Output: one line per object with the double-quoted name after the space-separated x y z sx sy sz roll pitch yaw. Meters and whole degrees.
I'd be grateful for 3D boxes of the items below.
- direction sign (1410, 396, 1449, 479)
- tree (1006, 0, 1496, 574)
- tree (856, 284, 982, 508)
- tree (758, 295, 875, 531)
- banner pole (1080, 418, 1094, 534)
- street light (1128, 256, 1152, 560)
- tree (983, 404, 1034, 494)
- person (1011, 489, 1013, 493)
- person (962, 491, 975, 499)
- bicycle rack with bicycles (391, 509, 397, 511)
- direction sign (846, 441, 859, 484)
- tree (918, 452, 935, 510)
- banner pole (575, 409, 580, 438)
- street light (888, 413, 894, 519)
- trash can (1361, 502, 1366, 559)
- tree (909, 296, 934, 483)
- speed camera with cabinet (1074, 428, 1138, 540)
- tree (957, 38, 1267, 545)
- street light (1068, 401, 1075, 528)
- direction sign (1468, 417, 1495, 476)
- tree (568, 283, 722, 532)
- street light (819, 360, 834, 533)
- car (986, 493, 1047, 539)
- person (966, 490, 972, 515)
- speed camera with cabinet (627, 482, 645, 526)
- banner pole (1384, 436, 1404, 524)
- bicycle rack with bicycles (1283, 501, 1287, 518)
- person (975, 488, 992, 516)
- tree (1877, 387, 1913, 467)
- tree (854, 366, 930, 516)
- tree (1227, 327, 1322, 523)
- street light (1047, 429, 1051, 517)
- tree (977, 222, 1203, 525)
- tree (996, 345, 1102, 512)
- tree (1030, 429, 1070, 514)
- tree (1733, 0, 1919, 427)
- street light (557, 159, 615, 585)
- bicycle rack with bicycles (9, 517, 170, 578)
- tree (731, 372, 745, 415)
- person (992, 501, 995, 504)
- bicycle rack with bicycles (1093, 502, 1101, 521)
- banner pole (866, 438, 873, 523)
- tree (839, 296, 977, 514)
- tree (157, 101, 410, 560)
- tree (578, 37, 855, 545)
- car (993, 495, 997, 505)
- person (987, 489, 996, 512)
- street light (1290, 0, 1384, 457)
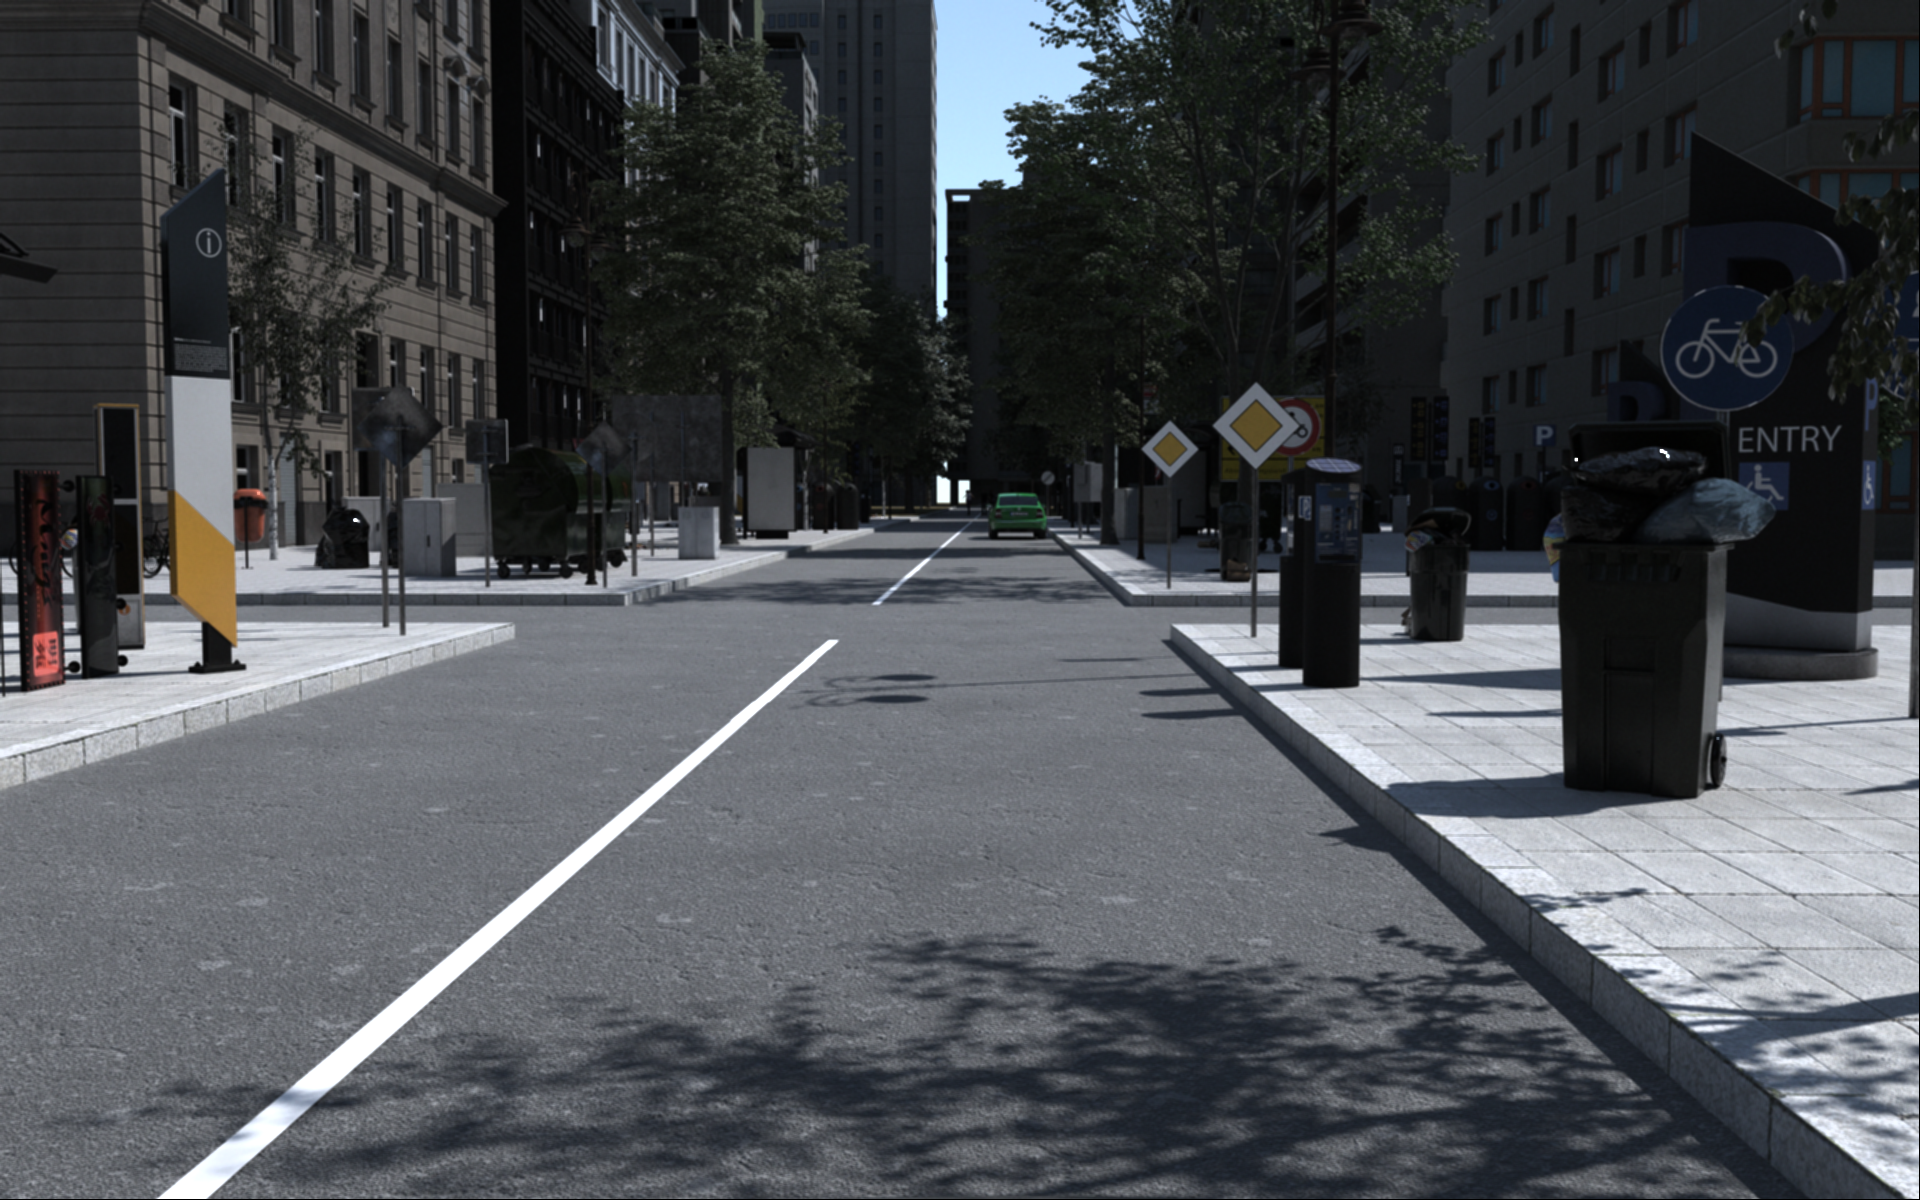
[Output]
10.919 -2.956 40.329 0.876 3.537 0.379 2 4 32 "direction sign"
4.610 -6.247 27.893 9.928 11.665 9.643 0 3 0 "tree"
-3.825 -18.548 159.145 12.611 20.169 13.585 0 3 0 "tree"
-5.299 -6.726 60.328 4.737 8.622 4.395 0 3 0 "tree"
4.019 -4.006 55.521 0.401 3.779 0.863 2 4 29 "banner pole"
3.548 -3.731 33.790 0.468 5.910 1.993 0 4 1 "street light"
7.168 -16.003 172.025 12.009 13.543 11.850 0 3 0 "tree"
3.835 -7.336 128.444 1.348 1.824 0.705 -2 4 -24 "person"
0.874 -10.205 175.349 1.348 1.824 0.705 -1 4 -18 "person"
-13.181 -1.718 41.469 2.852 0.926 2.925 1 4 18 "bicycle rack with bicycles"
-4.602 -5.040 74.406 0.379 3.537 0.876 2 4 32 "direction sign"
-3.288 -11.712 141.857 4.737 8.622 4.395 0 3 0 "tree"
-11.222 -3.728 50.964 0.401 3.779 0.863 -1 4 -14 "banner pole"
-3.615 -7.118 89.169 0.468 5.910 1.993 0 4 1 "street light"
7.261 -1.280 32.583 0.748 1.137 0.748 0 3 0 "trash can"
-4.461 -10.087 83.050 7.486 12.596 7.792 0 3 0 "tree"
4.160 -3.361 49.283 0.660 3.252 2.038 -3 5 -43 "speed camera with cabinet"
3.830 -7.655 43.287 7.486 12.596 7.792 0 3 0 "tree"
4.300 -5.700 65.977 0.468 5.910 1.993 0 4 1 "street light"
15.409 -3.622 51.222 0.379 3.537 0.876 -3 4 -38 "direction sign"
-10.669 -6.599 58.259 4.360 8.622 3.978 0 3 0 "tree"
-4.403 -5.124 56.562 0.468 5.910 1.993 0 4 1 "street light"
1.829 -2.896 56.143 1.959 1.807 4.718 0 4 0 "car"
0.522 -6.595 117.259 0.436 1.711 0.756 2 4 34 "person"
-13.198 -4.616 69.813 0.660 3.252 2.038 -1 4 -22 "speed camera with cabinet"
18.788 -5.191 74.884 0.863 3.779 0.401 2 4 27 "banner pole"
16.538 -4.698 90.194 2.852 0.926 2.925 -2 4 -28 "bicycle rack with bicycles"
1.588 -6.538 115.403 1.348 1.822 0.705 2 4 32 "person"
13.032 -2.597 26.174 4.285 4.588 4.351 0 3 0 "tree"
-4.157 -9.099 99.130 4.360 8.622 3.978 0 3 0 "tree"
13.847 -7.662 75.641 4.737 8.622 4.395 0 3 0 "tree"
5.099 -7.669 98.171 0.468 5.910 1.993 0 4 1 "street light"
5.514 -9.527 72.777 9.611 12.733 9.660 0 3 0 "tree"
7.185 -13.444 126.462 9.857 13.997 8.962 0 3 0 "tree"
6.008 -9.706 109.062 4.360 8.622 3.978 0 3 0 "tree"
3.417 -3.315 4.557 4.360 8.622 3.978 0 3 0 "tree"
-5.219 -3.153 24.344 0.468 5.910 1.993 0 4 1 "street light"
-12.780 -0.827 26.902 2.925 0.926 2.852 2 4 24 "bicycle rack with bicycles"
-11.397 -7.567 74.081 4.360 8.622 3.978 0 3 0 "tree"
2.711 -6.553 118.899 1.065 1.426 0.557 0 4 1 "person"
6.838 -4.230 82.544 2.852 0.926 2.925 0 4 -5 "bicycle rack with bicycles"
-4.039 -5.349 77.467 0.401 3.779 0.863 1 4 20 "banner pole"
-3.204 -12.464 110.448 9.857 13.997 8.962 0 3 0 "tree"
-13.126 -5.086 33.516 4.360 8.622 3.978 0 3 0 "tree"
-5.835 -7.652 43.240 7.486 12.596 7.792 0 3 0 "tree"
3.349 -7.922 142.111 1.945 1.354 3.894 0 4 2 "car"
2.498 -7.921 138.035 0.705 1.821 1.348 3 4 37 "person"
3.005 -2.522 14.016 0.468 5.910 1.993 0 4 1 "street light"
